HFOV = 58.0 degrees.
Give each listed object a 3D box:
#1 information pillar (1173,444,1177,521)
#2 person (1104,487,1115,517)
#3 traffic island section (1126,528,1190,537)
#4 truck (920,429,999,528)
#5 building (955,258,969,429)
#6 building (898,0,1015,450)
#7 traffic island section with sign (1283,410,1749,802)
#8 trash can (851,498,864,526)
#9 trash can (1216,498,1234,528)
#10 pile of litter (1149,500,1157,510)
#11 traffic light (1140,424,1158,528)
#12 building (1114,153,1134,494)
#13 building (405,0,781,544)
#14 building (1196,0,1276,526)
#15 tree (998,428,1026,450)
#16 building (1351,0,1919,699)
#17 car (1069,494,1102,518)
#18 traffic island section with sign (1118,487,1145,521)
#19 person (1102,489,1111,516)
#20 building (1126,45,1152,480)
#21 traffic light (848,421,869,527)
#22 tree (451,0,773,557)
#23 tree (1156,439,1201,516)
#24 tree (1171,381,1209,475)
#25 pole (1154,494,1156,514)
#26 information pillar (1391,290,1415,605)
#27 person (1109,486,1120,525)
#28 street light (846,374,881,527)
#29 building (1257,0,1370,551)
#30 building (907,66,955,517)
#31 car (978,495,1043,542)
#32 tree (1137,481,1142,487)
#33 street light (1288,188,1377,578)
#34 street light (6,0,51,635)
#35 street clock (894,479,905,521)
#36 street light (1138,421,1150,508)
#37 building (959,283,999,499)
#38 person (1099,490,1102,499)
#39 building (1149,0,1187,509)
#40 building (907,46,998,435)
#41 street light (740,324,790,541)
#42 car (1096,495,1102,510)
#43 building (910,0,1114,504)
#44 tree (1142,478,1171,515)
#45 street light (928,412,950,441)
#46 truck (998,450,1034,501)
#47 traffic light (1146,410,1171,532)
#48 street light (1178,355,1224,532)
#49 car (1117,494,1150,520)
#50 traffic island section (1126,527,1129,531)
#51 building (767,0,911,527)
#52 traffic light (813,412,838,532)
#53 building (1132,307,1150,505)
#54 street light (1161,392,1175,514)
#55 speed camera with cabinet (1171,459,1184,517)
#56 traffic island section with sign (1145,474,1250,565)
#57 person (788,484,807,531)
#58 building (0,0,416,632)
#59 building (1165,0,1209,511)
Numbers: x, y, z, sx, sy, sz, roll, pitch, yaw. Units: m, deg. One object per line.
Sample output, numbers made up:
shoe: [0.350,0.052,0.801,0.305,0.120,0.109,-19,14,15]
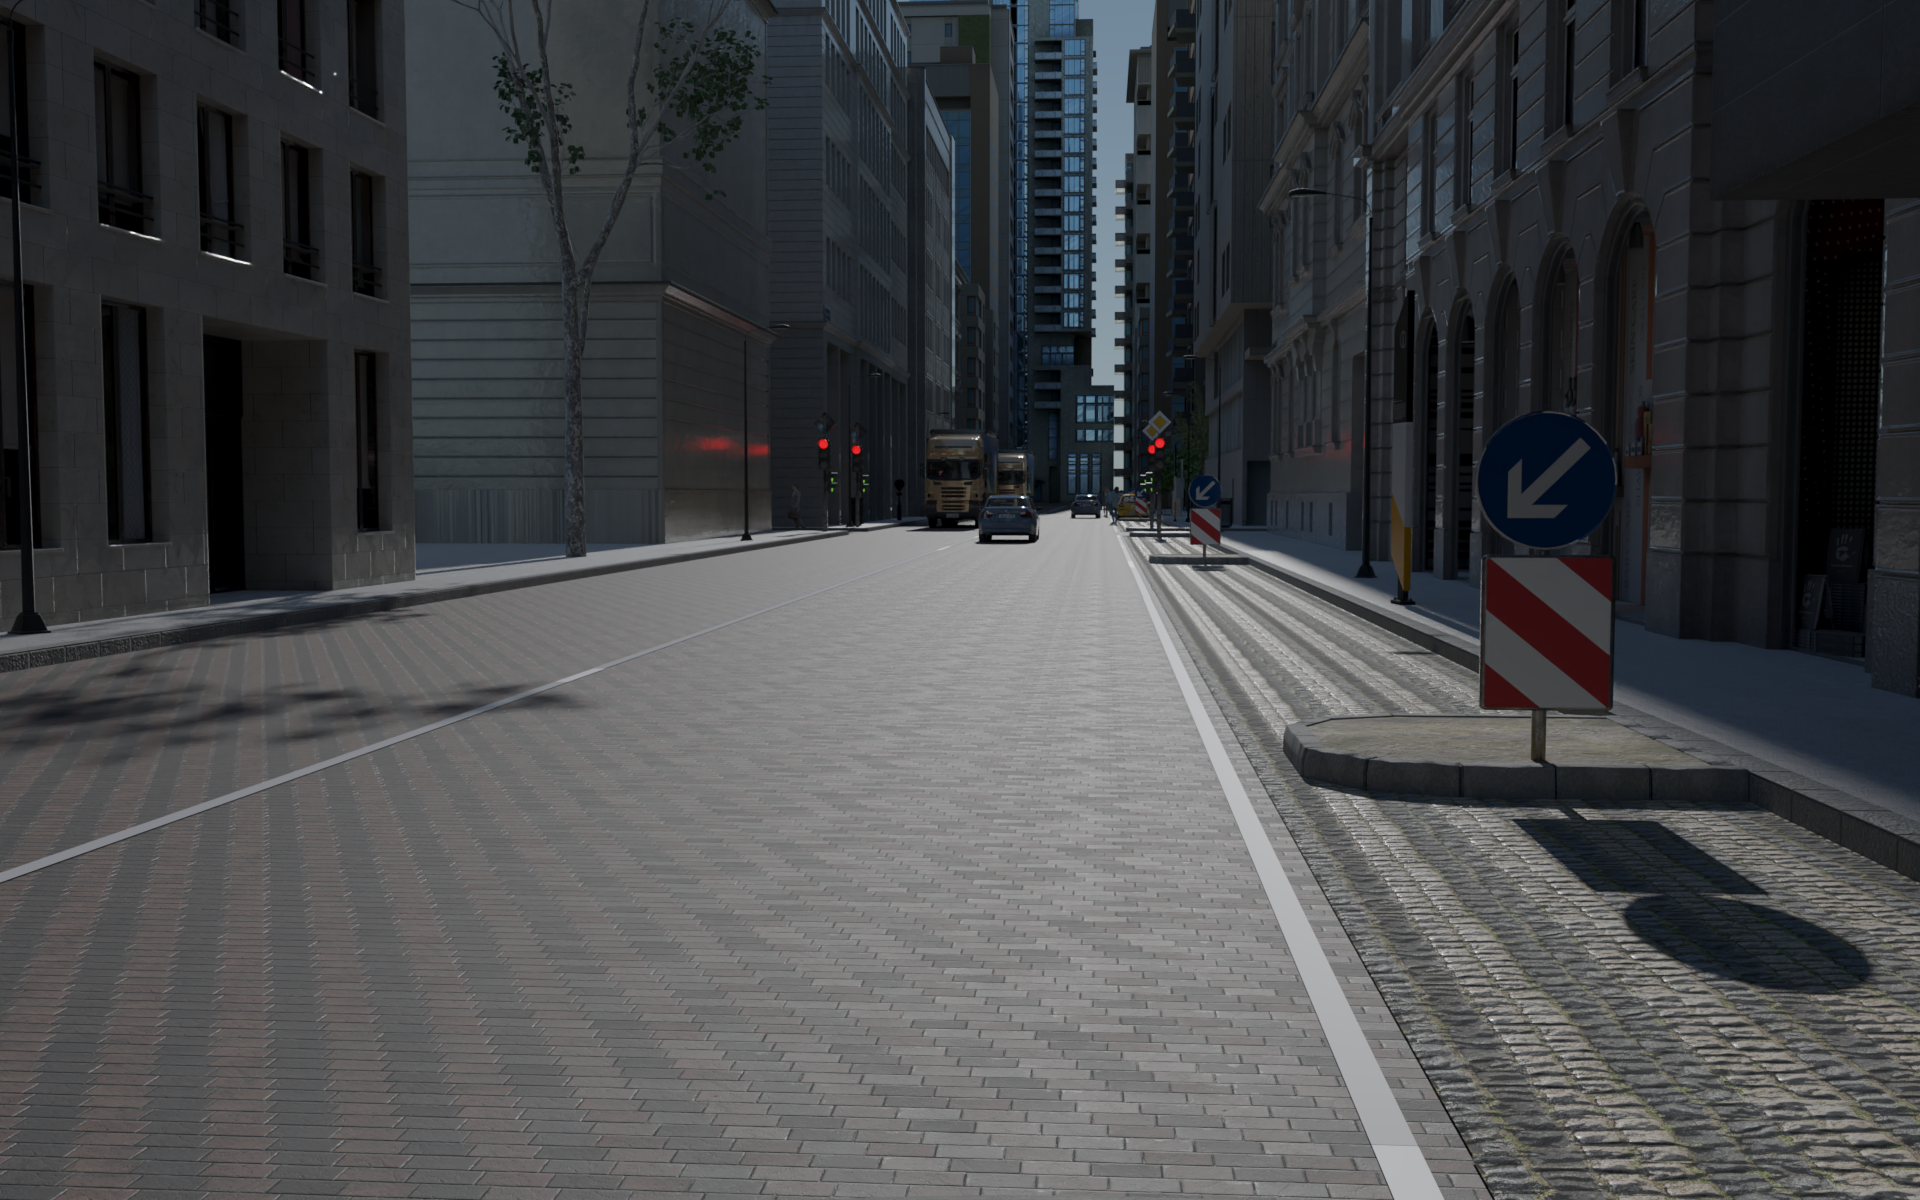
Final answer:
information pillar: [10.086,-5.494,81.173,0.183,3.616,0.504,0,4,4]
person: [9.198,-6.014,106.690,0.748,1.841,0.638,2,4,26]
traffic island section: [6.721,-2.205,58.337,2.009,0.180,2.903,0,4,5]
truck: [0.126,-5.392,77.066,2.839,4.237,11.283,0,4,5]
building: [-5.866,-17.793,127.080,11.583,22.565,21.152,0,4,5]
building: [-7.796,-40.692,207.308,28.212,58.520,21.231,0,4,5]
traffic island section with sign: [2.745,-0.025,9.031,1.989,1.847,2.006,0,4,5]
trash can: [-4.221,-3.590,70.356,0.748,1.137,0.748,0,3,0]
trash can: [9.989,-3.292,65.481,0.748,1.137,0.748,0,3,0]
pile of litter: [15.260,-7.625,138.637,1.176,0.858,1.719,0,4,4]
traffic light: [7.323,-4.726,66.186,0.839,4.253,0.868,0,4,5]
building: [36.192,-37.617,234.641,30.456,49.044,23.786,0,4,5]
building: [-21.188,-13.389,52.189,30.059,22.955,16.112,0,4,5]
building: [24.407,-29.890,77.939,27.495,52.752,28.713,0,4,5]
tree: [5.655,-14.874,193.558,4.360,8.622,3.978,0,3,0]
building: [12.767,-10.973,21.208,13.314,21.916,24.055,0,4,5]
car: [7.526,-5.610,103.729,2.014,1.417,4.499,0,4,3]
traffic island section with sign: [9.350,-5.027,90.815,1.989,1.847,2.006,0,4,5]
person: [9.603,-6.423,113.785,0.520,1.790,0.573,-1,4,-21]
building: [33.781,-37.435,201.305,28.713,52.752,27.495,0,4,5]
traffic light: [-3.954,-4.780,67.075,0.839,4.253,0.868,0,4,5]
tree: [-6.612,-10.897,34.063,12.611,20.169,13.585,0,3,0]
tree: [12.848,-7.299,103.049,4.285,4.588,4.351,0,3,0]
tree: [15.546,-9.758,109.910,4.737,8.622,4.395,0,3,0]
pole: [12.589,-7.253,112.434,0.158,3.312,0.155,0,3,0]
information pillar: [5.158,-1.762,20.166,0.183,3.616,0.504,0,4,-4]
person: [7.258,-4.438,81.332,0.793,1.790,0.793,1,4,20]
street light: [-3.739,-5.776,66.982,1.470,5.913,1.316,0,4,5]
building: [15.517,-15.772,45.265,14.401,28.519,23.554,0,4,5]
building: [-7.128,-17.647,106.543,12.078,24.808,19.932,0,4,5]
car: [1.521,-2.510,53.045,2.014,1.417,4.499,0,4,4]
tree: [15.825,-9.186,144.790,1.663,3.219,1.824,0,3,0]
street light: [5.688,-3.297,26.448,1.470,5.913,1.316,0,4,5]
street light: [-8.042,-2.642,15.741,1.470,5.913,1.316,0,4,5]
street clock: [-2.944,-4.857,83.980,0.471,2.002,0.358,-1,4,-20]
street light: [12.212,-8.399,109.860,1.470,5.913,1.316,0,4,5]
building: [-11.120,-19.131,157.837,27.650,21.520,28.899,0,4,5]
person: [13.127,-9.381,161.954,0.705,1.814,1.350,2,4,26]
building: [23.845,-30.702,152.082,14.600,45.320,14.200,0,4,5]
building: [-3.378,-32.291,178.068,14.600,45.320,14.200,0,4,5]
street light: [-5.357,-4.592,47.617,1.470,5.913,1.316,0,4,5]
car: [11.726,-8.613,153.404,1.945,1.354,3.894,0,4,5]
building: [5.436,-56.403,234.853,31.000,86.520,22.319,0,4,5]
tree: [12.634,-6.878,107.062,1.663,3.219,1.824,0,3,0]
street light: [-1.270,-7.681,98.127,1.470,5.913,1.316,0,4,5]
truck: [3.309,-7.527,111.975,2.839,4.237,11.283,0,4,5]
traffic light: [6.681,-4.239,58.226,0.839,4.253,0.868,0,4,5]
street light: [8.158,-5.233,58.095,1.470,5.913,1.316,0,4,5]
car: [9.524,-5.233,95.788,2.015,1.641,3.980,0,4,4]
traffic island section: [7.362,-2.692,66.296,2.009,0.180,2.903,0,4,5]
building: [-9.447,-18.585,81.357,11.434,29.767,29.804,0,4,5]
traffic light: [-4.595,-4.293,59.115,0.839,4.253,0.868,0,4,5]
building: [31.512,-20.106,173.772,27.650,21.520,28.899,0,4,5]
street light: [9.881,-6.507,78.927,1.470,5.913,1.316,0,4,5]
speed camera with cabinet: [12.329,-6.350,98.161,0.660,3.252,2.038,0,4,4]
traffic island section with sign: [4.926,-1.668,35.898,1.989,1.847,2.006,0,4,5]
person: [-6.117,-3.417,64.490,0.853,1.813,0.709,-2,4,-33]
building: [-13.947,-9.937,17.225,10.420,20.320,16.860,0,4,5]
building: [26.301,-28.773,125.058,22.147,44.769,28.867,0,4,5]
